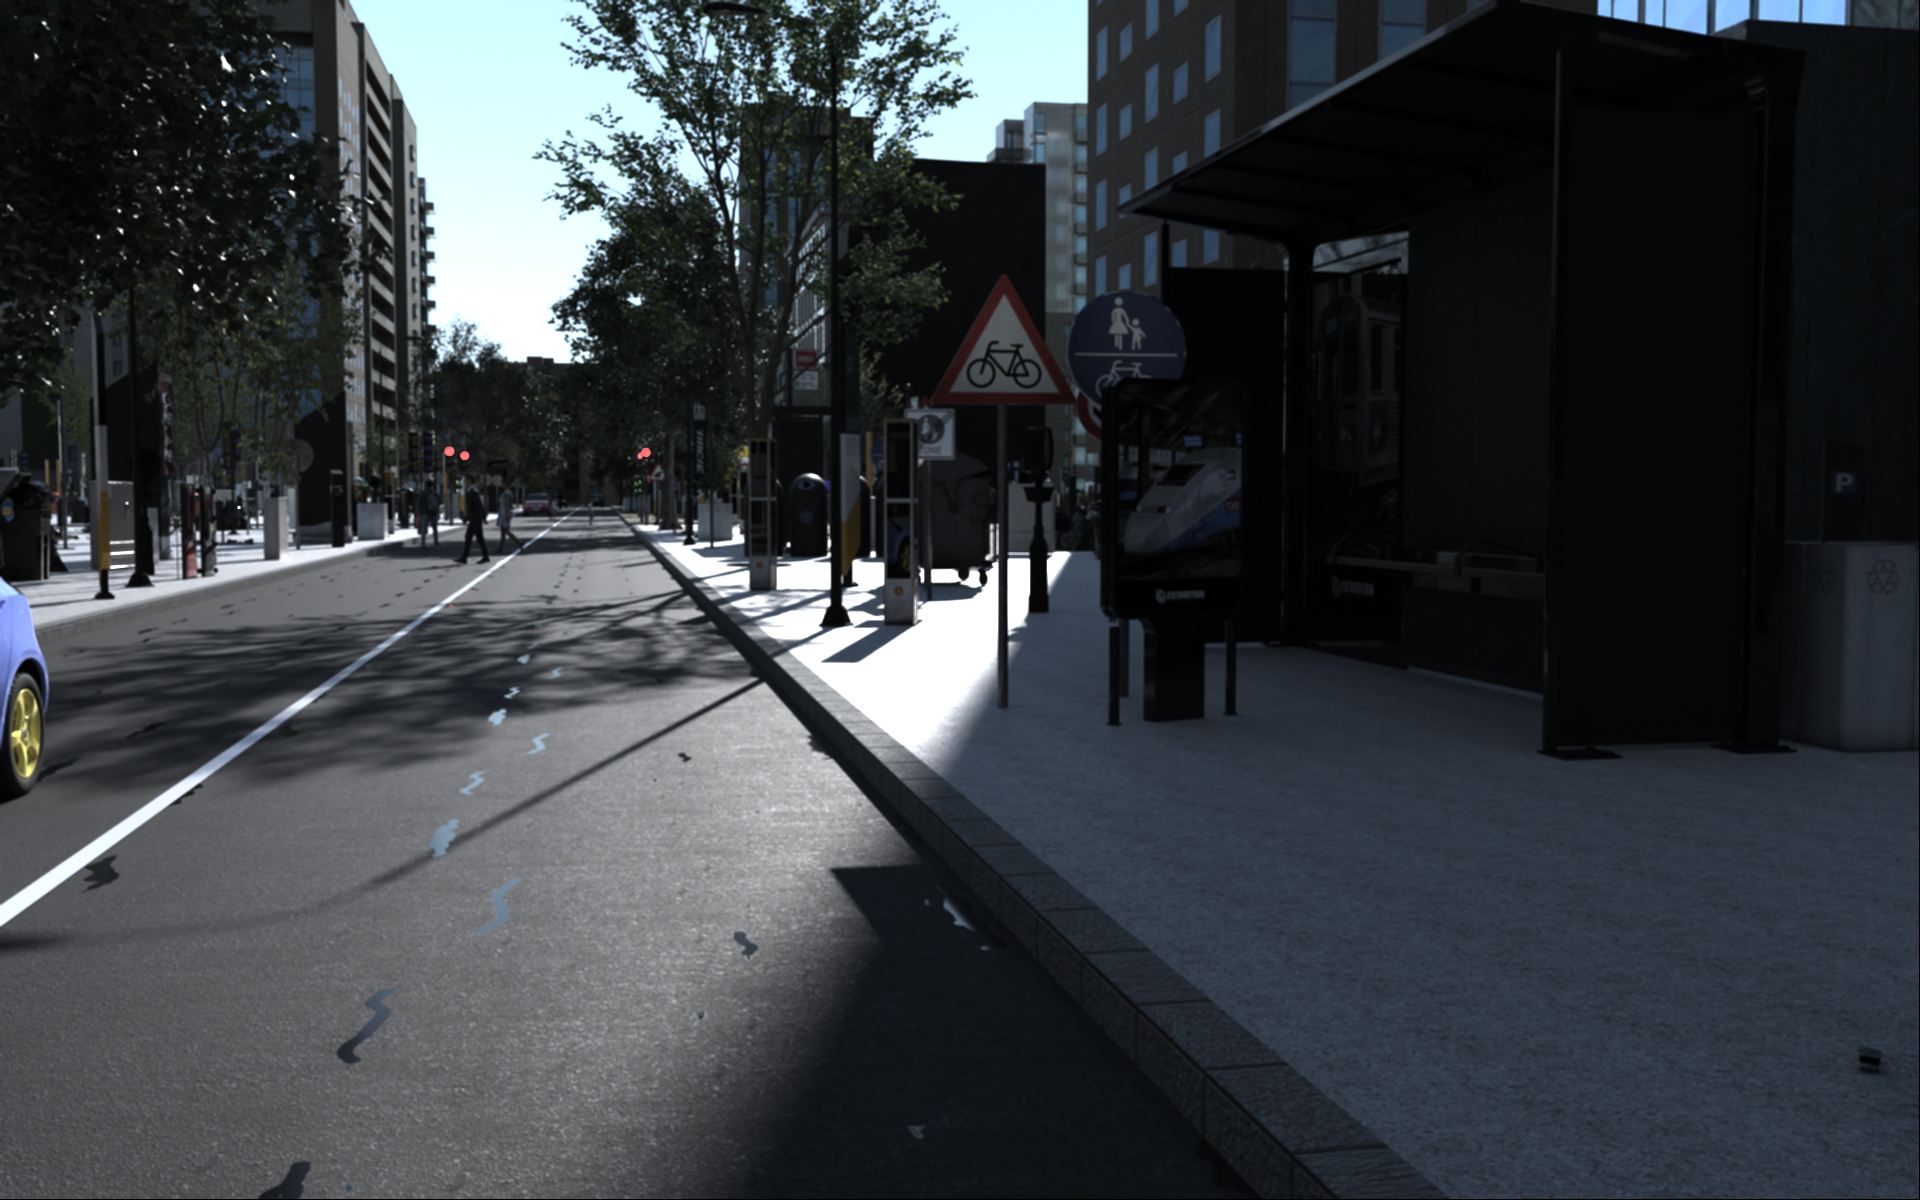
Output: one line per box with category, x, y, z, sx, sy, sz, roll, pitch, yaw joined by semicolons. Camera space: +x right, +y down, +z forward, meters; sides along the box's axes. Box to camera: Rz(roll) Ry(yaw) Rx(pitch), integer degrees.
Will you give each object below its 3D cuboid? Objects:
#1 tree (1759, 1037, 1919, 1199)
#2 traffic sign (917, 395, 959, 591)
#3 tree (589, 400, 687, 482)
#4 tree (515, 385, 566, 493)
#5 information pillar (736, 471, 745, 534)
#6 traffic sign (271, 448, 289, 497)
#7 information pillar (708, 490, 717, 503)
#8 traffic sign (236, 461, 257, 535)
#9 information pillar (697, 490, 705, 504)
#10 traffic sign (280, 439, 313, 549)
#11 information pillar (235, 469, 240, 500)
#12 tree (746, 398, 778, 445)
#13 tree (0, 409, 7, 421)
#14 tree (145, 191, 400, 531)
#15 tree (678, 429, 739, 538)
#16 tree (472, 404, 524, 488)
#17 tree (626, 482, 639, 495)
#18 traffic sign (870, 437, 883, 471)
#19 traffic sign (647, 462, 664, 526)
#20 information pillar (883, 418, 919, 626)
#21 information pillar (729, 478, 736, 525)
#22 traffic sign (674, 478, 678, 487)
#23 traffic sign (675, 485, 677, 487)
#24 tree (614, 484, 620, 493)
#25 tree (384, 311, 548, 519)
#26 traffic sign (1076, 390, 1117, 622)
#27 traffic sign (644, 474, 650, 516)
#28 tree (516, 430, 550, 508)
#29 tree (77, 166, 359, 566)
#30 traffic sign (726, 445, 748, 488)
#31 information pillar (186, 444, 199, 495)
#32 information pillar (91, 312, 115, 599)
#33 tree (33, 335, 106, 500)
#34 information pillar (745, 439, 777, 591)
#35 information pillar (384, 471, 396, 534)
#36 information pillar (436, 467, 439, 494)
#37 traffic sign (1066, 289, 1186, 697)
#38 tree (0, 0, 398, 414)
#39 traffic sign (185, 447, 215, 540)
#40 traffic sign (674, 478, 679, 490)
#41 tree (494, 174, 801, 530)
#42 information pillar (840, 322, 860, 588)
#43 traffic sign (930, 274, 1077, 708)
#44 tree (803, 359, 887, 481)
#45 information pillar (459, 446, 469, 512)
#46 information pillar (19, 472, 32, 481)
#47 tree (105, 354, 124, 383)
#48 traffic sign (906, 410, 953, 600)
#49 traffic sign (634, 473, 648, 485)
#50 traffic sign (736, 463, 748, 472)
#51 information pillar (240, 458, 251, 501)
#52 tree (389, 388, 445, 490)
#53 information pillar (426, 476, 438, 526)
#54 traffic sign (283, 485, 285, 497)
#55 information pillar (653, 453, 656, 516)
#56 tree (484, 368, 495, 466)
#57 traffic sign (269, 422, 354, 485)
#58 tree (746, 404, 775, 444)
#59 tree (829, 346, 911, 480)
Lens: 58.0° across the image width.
tree;2.367;-4.719;2.906;9.928;11.665;9.643;0;3;0
traffic sign;-0.454;-1.400;22.891;0.884;2.594;0.081;0;4;-6
tree;-25.330;-14.136;137.772;9.857;13.997;8.962;0;3;0
tree;-42.031;-15.398;169.880;7.486;12.596;7.792;0;3;0
information pillar;-6.902;-3.114;55.408;0.304;2.012;0.304;0;4;-4
traffic sign;-18.652;-2.904;47.585;0.768;2.556;0.104;0;4;-5
information pillar;-13.763;-6.424;96.390;0.504;3.616;0.183;-1;4;-20
traffic sign;-22.149;-3.161;53.807;0.606;2.300;0.079;0;4;-5
information pillar;-14.874;-6.592;99.139;0.504;3.616;0.183;-3;4;-37
traffic sign;-15.409;-2.455;40.239;0.768;2.556;0.104;0;4;-5
information pillar;-58.987;-9.188;141.580;0.504;3.616;0.183;1;4;16
tree;-15.253;-10.952;129.434;4.360;8.622;3.978;0;3;0
tree;-49.617;-8.274;85.644;4.360;8.622;3.978;0;3;0
tree;-14.878;-5.336;37.609;4.737;8.622;4.395;0;3;0
tree;-7.221;-3.419;50.509;1.663;3.219;1.824;0;3;0
tree;-34.459;-10.963;129.600;4.360;8.622;3.978;0;3;0
tree;-26.864;-9.164;144.430;1.663;3.219;1.824;0;3;0
traffic sign;-1.616;-2.351;38.551;0.768;2.556;0.104;0;4;-3
traffic sign;-12.090;-4.251;69.503;0.884;2.594;0.081;0;4;-4
information pillar;-0.578;-0.765;16.992;0.304;2.012;0.304;0;4;8
information pillar;-9.286;-4.066;70.970;0.304;2.012;0.304;-1;4;-21
traffic sign;-21.063;-7.757;126.937;0.768;2.556;0.104;-1;4;-11
traffic sign;-21.296;-7.846;128.289;0.884;2.594;0.081;-1;4;-12
tree;-42.835;-13.761;219.594;1.663;3.219;1.824;0;3;0
tree;-25.112;-9.364;87.509;8.767;10.594;7.601;0;4;4
traffic sign;1.536;-1.054;17.341;0.768;2.556;0.104;0;4;-4
traffic sign;-18.859;-6.324;103.503;0.768;2.556;0.104;0;4;-5
tree;-41.155;-12.905;161.366;4.737;8.622;4.395;0;3;0
tree;-13.416;-4.910;30.635;4.360;8.622;3.978;0;3;0
traffic sign;-8.827;-4.777;71.974;2.265;3.308;0.079;-1;4;-10
information pillar;-34.215;-5.249;77.182;0.183;3.616;0.504;3;5;41
information pillar;-10.467;-1.820;21.106;0.183;3.616;0.504;-2;4;-32
tree;-40.988;-8.004;81.230;4.737;8.622;4.395;0;3;0
information pillar;-2.626;-1.136;23.073;0.304;2.012;0.304;1;4;12
information pillar;-18.320;-3.127;55.618;0.304;2.012;0.304;0;4;-8
information pillar;-40.661;-8.753;134.473;0.504;3.616;0.183;-1;4;-21
traffic sign;1.031;-0.660;10.901;0.768;2.556;0.104;0;4;-8
tree;-9.423;-5.892;13.335;9.611;12.733;9.660;0;3;0
traffic sign;-20.660;-2.874;47.094;0.768;2.556;0.104;0;4;-5
traffic sign;-21.213;-7.853;128.495;0.768;2.556;0.104;0;4;-3
tree;-10.449;-8.859;61.859;9.611;12.733;9.660;0;3;0
information pillar;-1.521;-1.991;23.903;0.183;3.616;0.504;1;4;22
traffic sign;0.256;-0.631;10.328;0.884;2.594;0.081;-1;4;-10
tree;-6.183;-8.820;94.572;4.737;8.622;4.395;0;3;0
information pillar;-23.281;-5.510;81.446;0.504;3.616;0.183;1;4;10
information pillar;-31.739;-3.323;58.816;0.304;2.012;0.304;1;4;20
tree;-28.988;-7.037;65.421;4.737;8.622;4.395;0;3;0
traffic sign;-0.368;-1.145;20.848;0.606;2.300;0.079;-1;4;-9
traffic sign;-18.064;-5.994;98.107;0.768;2.556;0.104;0;4;-8
traffic sign;-8.754;-4.309;70.556;0.768;2.556;0.104;0;4;-4
information pillar;-45.071;-7.228;109.535;0.504;3.616;0.183;-1;4;-9
tree;-36.109;-10.100;115.492;4.360;8.622;3.978;0;3;0
information pillar;-21.028;-3.945;69.000;0.304;2.012;0.304;1;4;20
traffic sign;-22.026;-3.320;56.407;0.606;2.300;0.079;0;4;-3
information pillar;-17.526;-6.625;99.669;0.183;3.616;0.504;0;4;7
tree;-36.789;-13.725;141.414;9.611;12.733;9.660;0;3;0
traffic sign;-18.229;-3.355;48.721;2.265;3.308;0.079;0;4;-7
tree;-15.523;-11.428;137.209;4.737;8.622;4.395;0;3;0
tree;-4.511;-8.168;83.903;4.360;8.622;3.978;0;3;0
